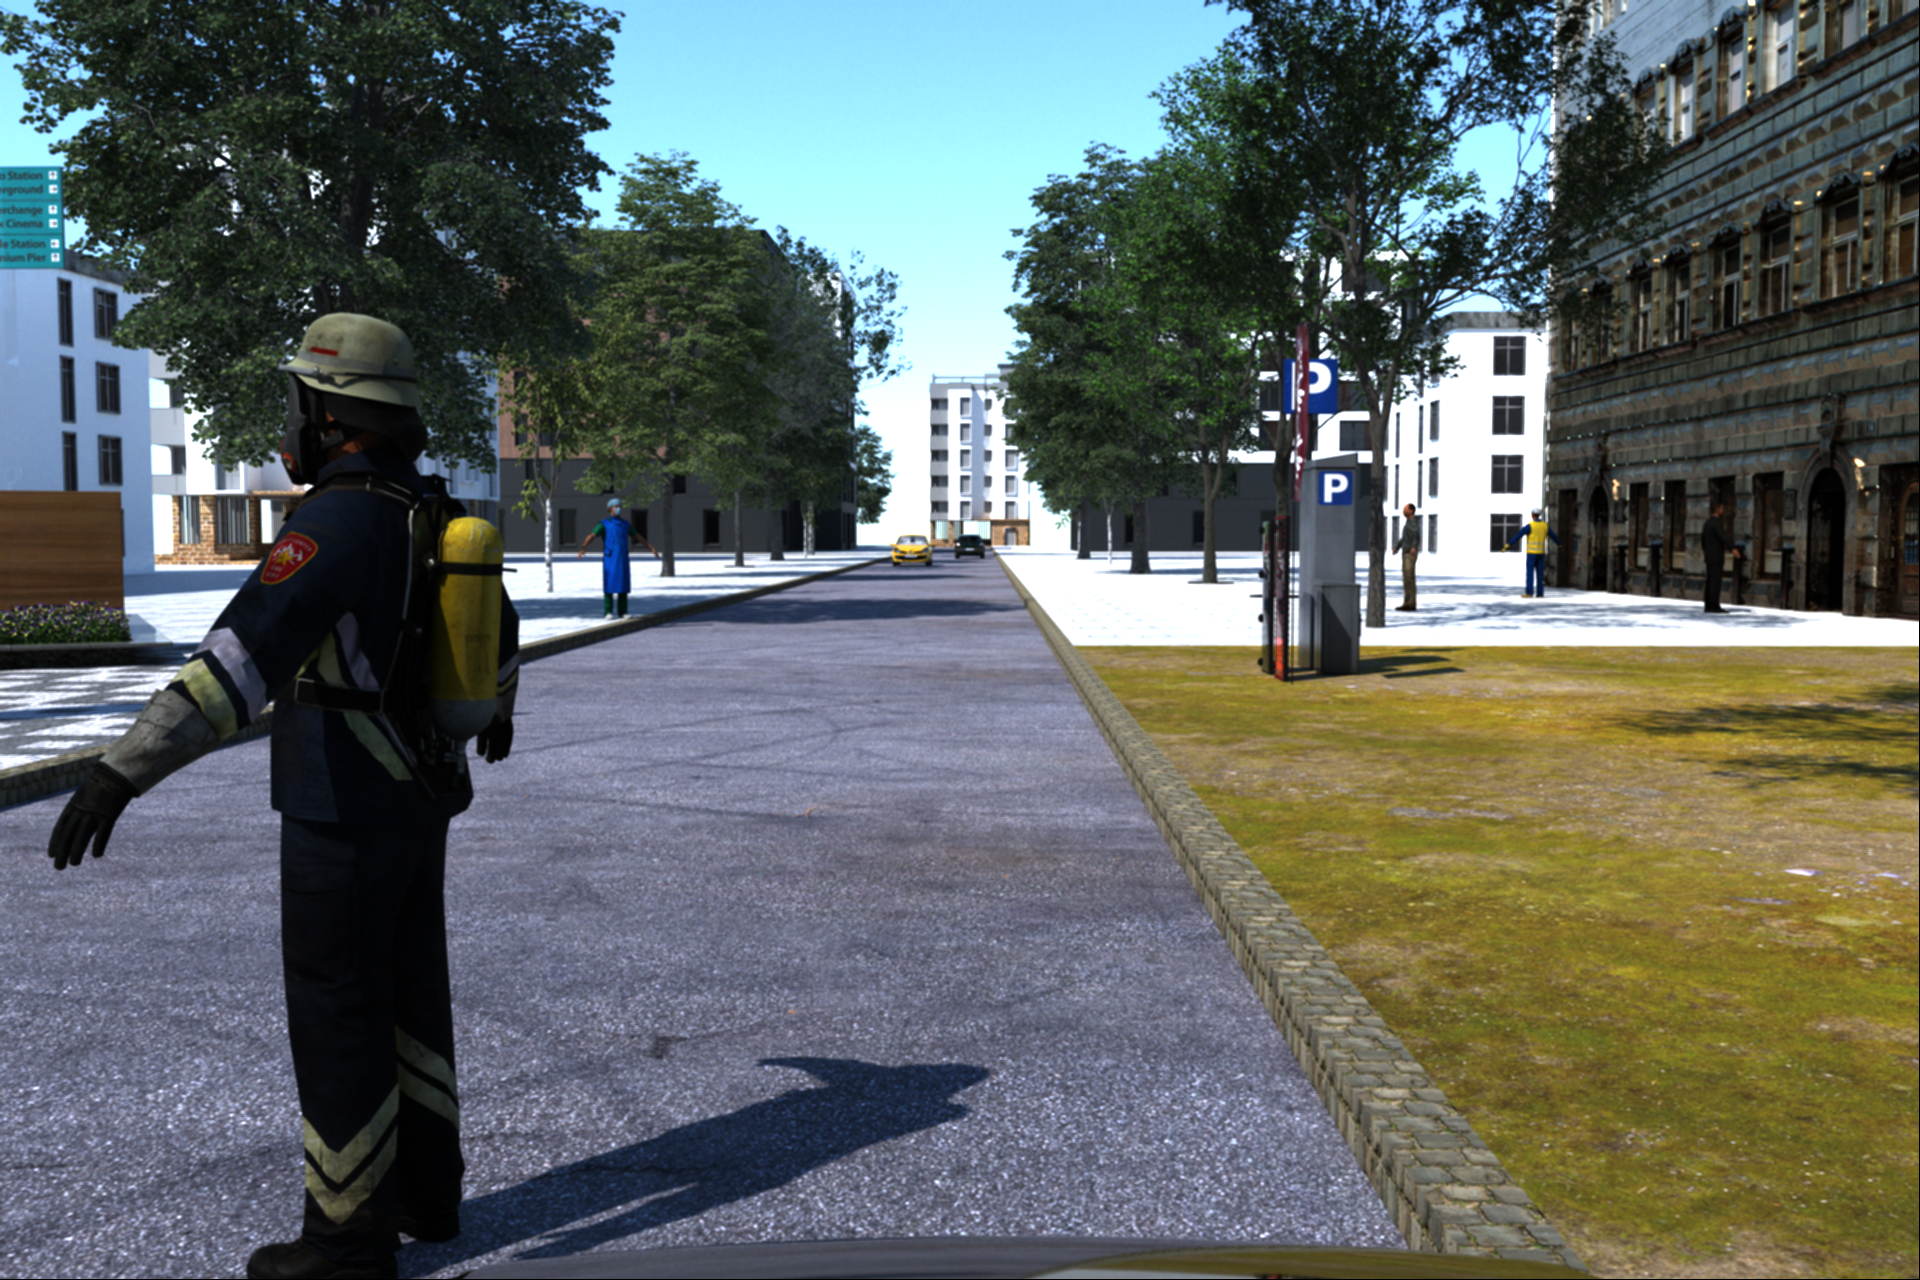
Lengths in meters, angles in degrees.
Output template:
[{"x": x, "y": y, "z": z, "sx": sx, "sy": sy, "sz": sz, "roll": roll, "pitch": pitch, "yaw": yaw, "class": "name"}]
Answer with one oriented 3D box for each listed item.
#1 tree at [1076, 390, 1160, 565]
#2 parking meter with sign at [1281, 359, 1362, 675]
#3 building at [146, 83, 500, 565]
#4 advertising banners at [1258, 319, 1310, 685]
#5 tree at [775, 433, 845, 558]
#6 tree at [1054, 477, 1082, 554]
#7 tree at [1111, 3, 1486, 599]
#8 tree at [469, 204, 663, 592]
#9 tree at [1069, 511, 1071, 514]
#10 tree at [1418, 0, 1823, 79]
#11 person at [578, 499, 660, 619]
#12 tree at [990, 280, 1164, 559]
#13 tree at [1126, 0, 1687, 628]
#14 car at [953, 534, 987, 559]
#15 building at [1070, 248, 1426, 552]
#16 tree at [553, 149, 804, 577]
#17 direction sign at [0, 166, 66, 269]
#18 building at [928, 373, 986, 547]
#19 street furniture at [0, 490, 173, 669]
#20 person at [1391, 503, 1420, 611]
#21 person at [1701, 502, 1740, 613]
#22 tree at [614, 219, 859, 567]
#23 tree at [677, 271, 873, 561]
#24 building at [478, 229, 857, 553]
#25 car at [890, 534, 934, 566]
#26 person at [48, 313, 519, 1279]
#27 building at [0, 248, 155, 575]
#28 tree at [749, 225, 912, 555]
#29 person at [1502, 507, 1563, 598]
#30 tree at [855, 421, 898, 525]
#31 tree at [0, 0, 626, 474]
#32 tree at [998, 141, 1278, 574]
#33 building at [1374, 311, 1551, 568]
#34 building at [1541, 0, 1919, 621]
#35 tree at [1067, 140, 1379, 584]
[{"x": 6.321, "y": -7.489, "z": 72.800, "sx": 4.360, "sy": 8.622, "sz": 3.978, "roll": 0, "pitch": 3, "yaw": 0, "class": "tree"}, {"x": 3.477, "y": -1.237, "z": 16.487, "sx": 0.543, "sy": 3.016, "sz": 1.738, "roll": 0, "pitch": 3, "yaw": 0, "class": "parking meter with sign"}, {"x": -28.392, "y": -13.315, "z": 74.113, "sx": 16.016, "sy": 20.090, "sz": 11.380, "roll": 0, "pitch": 4, "yaw": 1, "class": "building"}, {"x": 2.831, "y": -1.162, "z": 15.185, "sx": 0.090, "sy": 3.025, "sz": 2.074, "roll": 0, "pitch": 4, "yaw": 1, "class": "advertising banners"}, {"x": -7.988, "y": -8.661, "z": 91.974, "sx": 4.737, "sy": 8.622, "sz": 4.395, "roll": 0, "pitch": 3, "yaw": 0, "class": "tree"}, {"x": 7.109, "y": -9.469, "z": 105.184, "sx": 4.737, "sy": 8.622, "sz": 4.395, "roll": 0, "pitch": 3, "yaw": 0, "class": "tree"}, {"x": 6.522, "y": -6.652, "z": 34.521, "sx": 9.928, "sy": 11.665, "sz": 9.643, "roll": 0, "pitch": 3, "yaw": 0, "class": "tree"}, {"x": -8.945, "y": -5.372, "z": 38.195, "sx": 4.737, "sy": 8.622, "sz": 4.395, "roll": 0, "pitch": 3, "yaw": 0, "class": "tree"}, {"x": 14.292, "y": -14.802, "z": 192.371, "sx": 4.360, "sy": 8.622, "sz": 3.978, "roll": 0, "pitch": 3, "yaw": 0, "class": "tree"}, {"x": 4.559, "y": -4.457, "z": 7.278, "sx": 7.601, "sy": 10.594, "sz": 8.767, "roll": 1, "pitch": 4, "yaw": 12, "class": "tree"}, {"x": -5.176, "y": -1.223, "z": 26.129, "sx": 1.347, "sy": 1.817, "sz": 0.704, "roll": -3, "pitch": 5, "yaw": -39, "class": "person"}, {"x": 6.354, "y": -11.091, "z": 87.994, "sx": 9.857, "sy": 13.997, "sz": 8.962, "roll": 0, "pitch": 3, "yaw": 0, "class": "tree"}, {"x": 6.002, "y": -5.463, "z": 23.740, "sx": 7.601, "sy": 10.594, "sz": 8.767, "roll": -3, "pitch": 5, "yaw": -40, "class": "tree"}, {"x": 0.585, "y": -5.609, "z": 101.501, "sx": 2.009, "sy": 1.686, "sz": 4.222, "roll": 0, "pitch": 4, "yaw": 1, "class": "car"}, {"x": 22.806, "y": -18.132, "z": 140.435, "sx": 27.936, "sy": 21.610, "sz": 32.646, "roll": 0, "pitch": 4, "yaw": 1, "class": "building"}, {"x": -8.397, "y": -8.175, "z": 51.794, "sx": 7.486, "sy": 12.596, "sz": 7.792, "roll": 0, "pitch": 3, "yaw": 0, "class": "tree"}, {"x": -7.050, "y": -1.415, "z": 11.895, "sx": 2.525, "sy": 3.948, "sz": 1.411, "roll": 0, "pitch": 4, "yaw": 2, "class": "direction sign"}, {"x": -3.298, "y": -20.623, "z": 196.062, "sx": 11.380, "sy": 20.090, "sz": 16.016, "roll": 0, "pitch": 4, "yaw": -1, "class": "building"}, {"x": -12.934, "y": -0.647, "z": 17.440, "sx": 9.812, "sy": 1.723, "sz": 11.010, "roll": -2, "pitch": 4, "yaw": -28, "class": "street furniture"}, {"x": 7.484, "y": -1.388, "z": 28.959, "sx": 0.705, "sy": 1.796, "sz": 1.348, "roll": 0, "pitch": 4, "yaw": 1, "class": "person"}, {"x": 12.308, "y": -1.342, "z": 28.170, "sx": 0.704, "sy": 1.802, "sz": 1.346, "roll": 0, "pitch": 4, "yaw": 2, "class": "person"}, {"x": -8.670, "y": -9.582, "z": 67.043, "sx": 12.009, "sy": 13.543, "sz": 11.850, "roll": 0, "pitch": 3, "yaw": 0, "class": "tree"}, {"x": -8.886, "y": -10.778, "z": 82.883, "sx": 9.857, "sy": 13.997, "sz": 8.962, "roll": 0, "pitch": 3, "yaw": 0, "class": "tree"}, {"x": -23.198, "y": -17.676, "z": 132.982, "sx": 27.936, "sy": 21.610, "sz": 32.646, "roll": 0, "pitch": 4, "yaw": 1, "class": "building"}, {"x": -2.149, "y": -4.184, "z": 78.629, "sx": 2.015, "sy": 1.641, "sz": 3.980, "roll": 0, "pitch": 4, "yaw": 1, "class": "car"}, {"x": -1.189, "y": 0.296, "z": 3.404, "sx": 0.705, "sy": 1.856, "sz": 1.354, "roll": 1, "pitch": 4, "yaw": 15, "class": "person"}, {"x": -27.258, "y": -6.122, "z": 42.243, "sx": 9.099, "sy": 9.664, "sz": 28.070, "roll": 0, "pitch": 4, "yaw": 2, "class": "building"}, {"x": -8.931, "y": -15.257, "z": 105.335, "sx": 12.611, "sy": 20.169, "sz": 13.585, "roll": 0, "pitch": 3, "yaw": 0, "class": "tree"}, {"x": 11.541, "y": -1.763, "z": 34.800, "sx": 1.349, "sy": 1.833, "sz": 0.705, "roll": -1, "pitch": 4, "yaw": -13, "class": "person"}, {"x": -11.946, "y": -17.491, "z": 192.636, "sx": 9.857, "sy": 13.997, "sz": 8.962, "roll": 0, "pitch": 3, "yaw": 0, "class": "tree"}, {"x": -9.628, "y": -7.342, "z": 26.691, "sx": 9.857, "sy": 13.997, "sz": 8.962, "roll": 0, "pitch": 3, "yaw": 0, "class": "tree"}, {"x": 5.730, "y": -9.097, "z": 55.390, "sx": 9.857, "sy": 13.997, "sz": 8.962, "roll": 0, "pitch": 3, "yaw": 0, "class": "tree"}, {"x": 23.077, "y": -7.541, "z": 65.441, "sx": 9.099, "sy": 9.664, "sz": 28.070, "roll": 0, "pitch": 4, "yaw": 1, "class": "building"}, {"x": 23.219, "y": -12.313, "z": 32.239, "sx": 19.493, "sy": 23.208, "sz": 18.063, "roll": 0, "pitch": 4, "yaw": 1, "class": "building"}, {"x": 6.613, "y": -7.274, "z": 44.685, "sx": 9.928, "sy": 11.665, "sz": 9.643, "roll": 0, "pitch": 3, "yaw": 0, "class": "tree"}]
